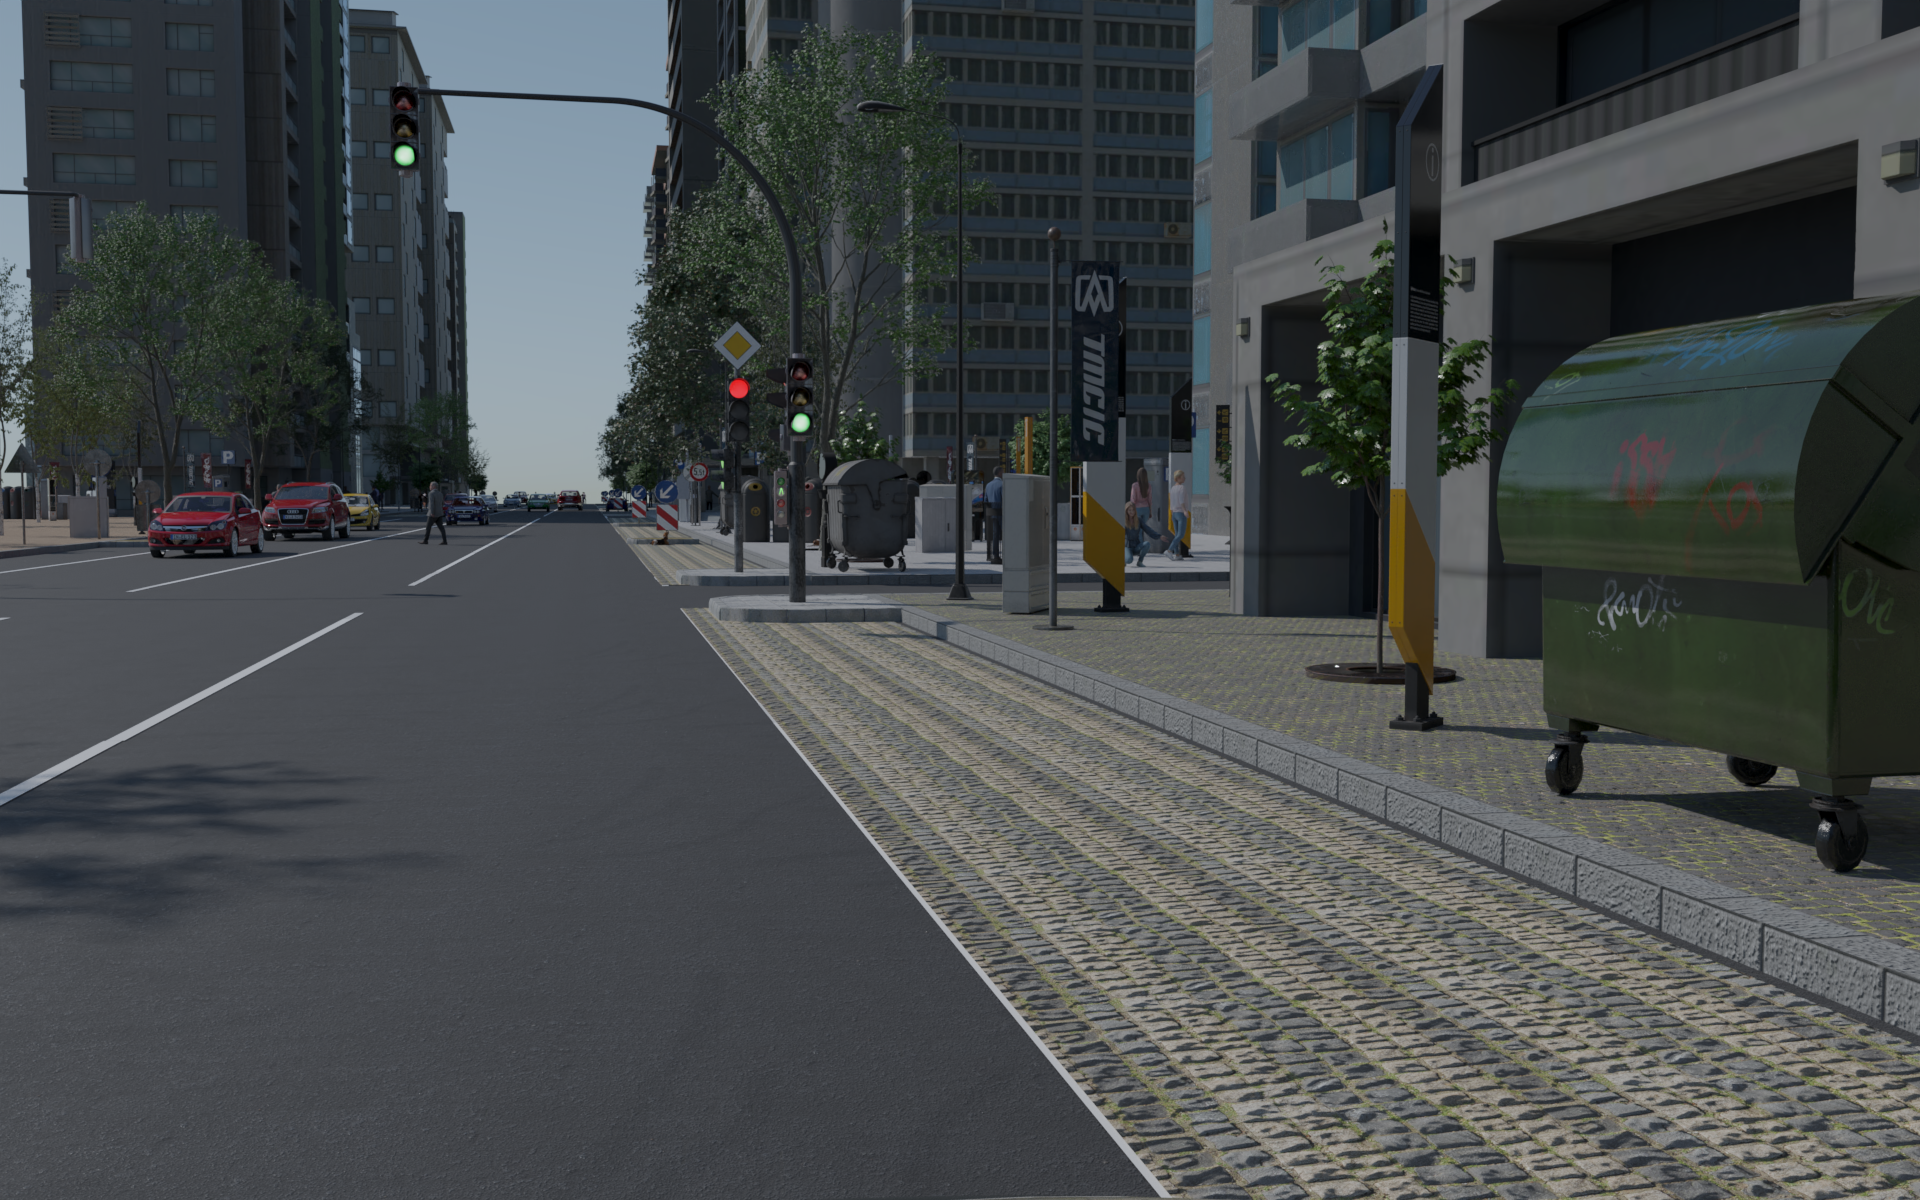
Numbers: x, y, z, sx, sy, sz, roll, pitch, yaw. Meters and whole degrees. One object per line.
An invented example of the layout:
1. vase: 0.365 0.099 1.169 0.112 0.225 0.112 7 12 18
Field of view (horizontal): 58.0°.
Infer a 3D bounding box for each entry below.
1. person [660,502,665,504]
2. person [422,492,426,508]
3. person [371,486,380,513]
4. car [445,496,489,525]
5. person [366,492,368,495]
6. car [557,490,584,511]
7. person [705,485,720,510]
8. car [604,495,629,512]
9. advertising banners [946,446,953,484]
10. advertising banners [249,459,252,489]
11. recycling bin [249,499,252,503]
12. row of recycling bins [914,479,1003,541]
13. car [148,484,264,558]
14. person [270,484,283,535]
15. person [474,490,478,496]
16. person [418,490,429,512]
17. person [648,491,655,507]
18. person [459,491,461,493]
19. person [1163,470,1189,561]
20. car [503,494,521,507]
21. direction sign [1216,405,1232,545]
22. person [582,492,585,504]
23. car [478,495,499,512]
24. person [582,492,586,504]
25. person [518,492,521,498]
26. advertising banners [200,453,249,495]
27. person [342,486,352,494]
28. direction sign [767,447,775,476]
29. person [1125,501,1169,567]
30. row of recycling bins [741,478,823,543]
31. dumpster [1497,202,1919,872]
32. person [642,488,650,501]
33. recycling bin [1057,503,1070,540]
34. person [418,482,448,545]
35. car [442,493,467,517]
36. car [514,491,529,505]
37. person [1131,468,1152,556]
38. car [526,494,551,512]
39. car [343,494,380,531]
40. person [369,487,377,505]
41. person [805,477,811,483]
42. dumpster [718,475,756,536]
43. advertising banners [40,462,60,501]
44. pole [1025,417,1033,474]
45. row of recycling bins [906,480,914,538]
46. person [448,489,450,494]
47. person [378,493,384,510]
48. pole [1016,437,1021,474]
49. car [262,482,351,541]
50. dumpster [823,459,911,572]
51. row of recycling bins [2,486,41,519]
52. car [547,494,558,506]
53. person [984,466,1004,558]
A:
1. person: -17.088 -5.753 100.111 0.555 1.821 0.388 1 4 19
2. person: -49.759 -9.288 161.086 0.628 1.438 0.799 -3 4 -38
3. person: -40.213 -6.912 118.914 0.599 1.838 0.709 2 4 28
4. car: -22.863 -4.150 80.436 1.945 1.354 3.894 -1 4 -11
5. person: -46.858 -7.811 136.970 0.599 1.433 0.991 3 4 36
6. car: -33.953 -8.699 150.904 2.281 1.827 5.304 -1 4 -10
7. person: -15.047 -5.983 104.008 1.348 1.807 0.705 0 4 4
8. car: -27.414 -7.691 138.335 1.945 1.354 3.894 -1 4 -12
9. advertising banners: -0.049 -4.062 62.594 0.090 3.025 2.074 -2 4 -25
10. advertising banners: -35.647 -5.469 85.604 0.090 3.025 2.074 1 4 15
11. recycling bin: -37.894 -4.836 91.618 0.722 1.027 0.722 -3 5 -40
12. row of recycling bins: 0.627 -2.512 48.186 3.534 1.692 1.069 1 4 18
13. car: -17.612 -1.927 40.544 2.155 1.783 4.494 -1 4 -10
14. person: -23.726 -3.147 60.359 0.661 1.777 0.834 -2 4 -34
15. person: -32.953 -6.620 117.464 0.721 1.735 1.217 -1 4 -12
16. person: -39.424 -7.164 126.460 1.217 1.723 0.721 -1 4 -18
17. person: -30.204 -9.962 168.914 1.348 1.826 0.705 1 4 13
18. person: -36.113 -7.026 124.844 0.415 1.643 0.593 2 4 32
19. person: 4.163 -1.623 33.252 0.598 1.740 0.731 -2 4 -34
20. car: -49.556 -10.991 191.698 2.014 1.417 4.499 -1 4 -11
21. direction sign: 6.923 -3.177 43.933 0.876 3.537 0.379 1 4 13
22. person: -55.774 -15.091 255.760 0.750 1.759 0.617 2 4 28
23. car: -37.482 -7.609 136.774 2.083 1.381 4.827 -1 4 -14
24. person: -54.777 -14.877 252.684 0.756 1.711 0.436 2 4 35
25. person: -54.236 -12.497 213.539 0.721 1.736 1.217 -1 4 -19
26. advertising banners: -31.031 -4.694 72.940 2.074 3.025 0.090 1 4 12
27. person: -39.511 -6.438 111.446 1.348 1.807 0.705 0 4 -3
28. direction sign: -7.741 -4.963 73.142 0.876 3.537 0.379 1 4 20
29. person: 3.155 -1.156 30.438 1.012 1.151 0.738 -1 4 -10
30. row of recycling bins: -4.211 -2.361 45.715 3.534 1.692 1.069 2 4 23
31. dumpster: 3.230 -0.255 6.667 1.502 2.255 1.985 -1 4 -12
32. person: -26.052 -8.366 142.832 1.348 1.822 0.705 2 4 29
33. recycling bin: 2.862 -2.188 48.324 0.722 1.027 0.722 -2 4 -25
34. person: -14.899 -2.449 48.936 0.834 1.777 0.661 1 4 8
35. car: -32.110 -6.203 110.458 2.155 1.783 4.494 -1 4 -14
36. car: -56.801 -13.148 223.644 2.281 1.827 5.304 -1 4 -14
37. person: 3.727 -1.807 35.601 0.555 1.821 0.388 -2 4 -35
38. car: -34.327 -8.088 141.031 1.959 1.807 4.718 -1 4 -14
39. car: -24.015 -3.567 68.544 2.015 1.641 3.980 -1 4 -13
40. person: -39.363 -6.695 115.955 0.568 1.767 0.683 0 4 4
41. person: -4.421 -2.664 49.950 0.623 1.781 0.721 -1 4 -21
42. dumpster: -6.803 -2.932 53.694 1.264 1.857 1.865 -1 4 -12
43. advertising banners: -49.699 -5.954 93.528 2.074 3.025 0.090 -3 5 -42
44. pole: 1.820 -3.187 45.944 0.158 3.312 0.155 0 3 0
45. row of recycling bins: -1.912 -2.651 50.452 3.534 1.692 1.069 -1 4 -10
46. person: -51.227 -10.193 173.368 0.551 1.740 0.621 2 4 30
47. person: -47.340 -8.226 141.454 0.541 1.710 0.530 -1 4 -15
48. pole: 2.076 -4.142 61.573 0.158 3.312 0.155 0 3 0
49. car: -20.638 -2.823 54.821 2.281 1.827 5.304 -1 4 -11
50. dumpster: -1.556 -1.428 29.106 1.264 1.857 1.865 -1 4 -12
51. row of recycling bins: -48.492 -4.990 88.697 3.534 1.692 1.069 2 4 23
52. car: -50.431 -12.481 214.292 2.015 1.641 3.980 -1 4 -10
53. person: 0.770 -1.615 32.638 0.721 1.800 0.419 3 5 42
